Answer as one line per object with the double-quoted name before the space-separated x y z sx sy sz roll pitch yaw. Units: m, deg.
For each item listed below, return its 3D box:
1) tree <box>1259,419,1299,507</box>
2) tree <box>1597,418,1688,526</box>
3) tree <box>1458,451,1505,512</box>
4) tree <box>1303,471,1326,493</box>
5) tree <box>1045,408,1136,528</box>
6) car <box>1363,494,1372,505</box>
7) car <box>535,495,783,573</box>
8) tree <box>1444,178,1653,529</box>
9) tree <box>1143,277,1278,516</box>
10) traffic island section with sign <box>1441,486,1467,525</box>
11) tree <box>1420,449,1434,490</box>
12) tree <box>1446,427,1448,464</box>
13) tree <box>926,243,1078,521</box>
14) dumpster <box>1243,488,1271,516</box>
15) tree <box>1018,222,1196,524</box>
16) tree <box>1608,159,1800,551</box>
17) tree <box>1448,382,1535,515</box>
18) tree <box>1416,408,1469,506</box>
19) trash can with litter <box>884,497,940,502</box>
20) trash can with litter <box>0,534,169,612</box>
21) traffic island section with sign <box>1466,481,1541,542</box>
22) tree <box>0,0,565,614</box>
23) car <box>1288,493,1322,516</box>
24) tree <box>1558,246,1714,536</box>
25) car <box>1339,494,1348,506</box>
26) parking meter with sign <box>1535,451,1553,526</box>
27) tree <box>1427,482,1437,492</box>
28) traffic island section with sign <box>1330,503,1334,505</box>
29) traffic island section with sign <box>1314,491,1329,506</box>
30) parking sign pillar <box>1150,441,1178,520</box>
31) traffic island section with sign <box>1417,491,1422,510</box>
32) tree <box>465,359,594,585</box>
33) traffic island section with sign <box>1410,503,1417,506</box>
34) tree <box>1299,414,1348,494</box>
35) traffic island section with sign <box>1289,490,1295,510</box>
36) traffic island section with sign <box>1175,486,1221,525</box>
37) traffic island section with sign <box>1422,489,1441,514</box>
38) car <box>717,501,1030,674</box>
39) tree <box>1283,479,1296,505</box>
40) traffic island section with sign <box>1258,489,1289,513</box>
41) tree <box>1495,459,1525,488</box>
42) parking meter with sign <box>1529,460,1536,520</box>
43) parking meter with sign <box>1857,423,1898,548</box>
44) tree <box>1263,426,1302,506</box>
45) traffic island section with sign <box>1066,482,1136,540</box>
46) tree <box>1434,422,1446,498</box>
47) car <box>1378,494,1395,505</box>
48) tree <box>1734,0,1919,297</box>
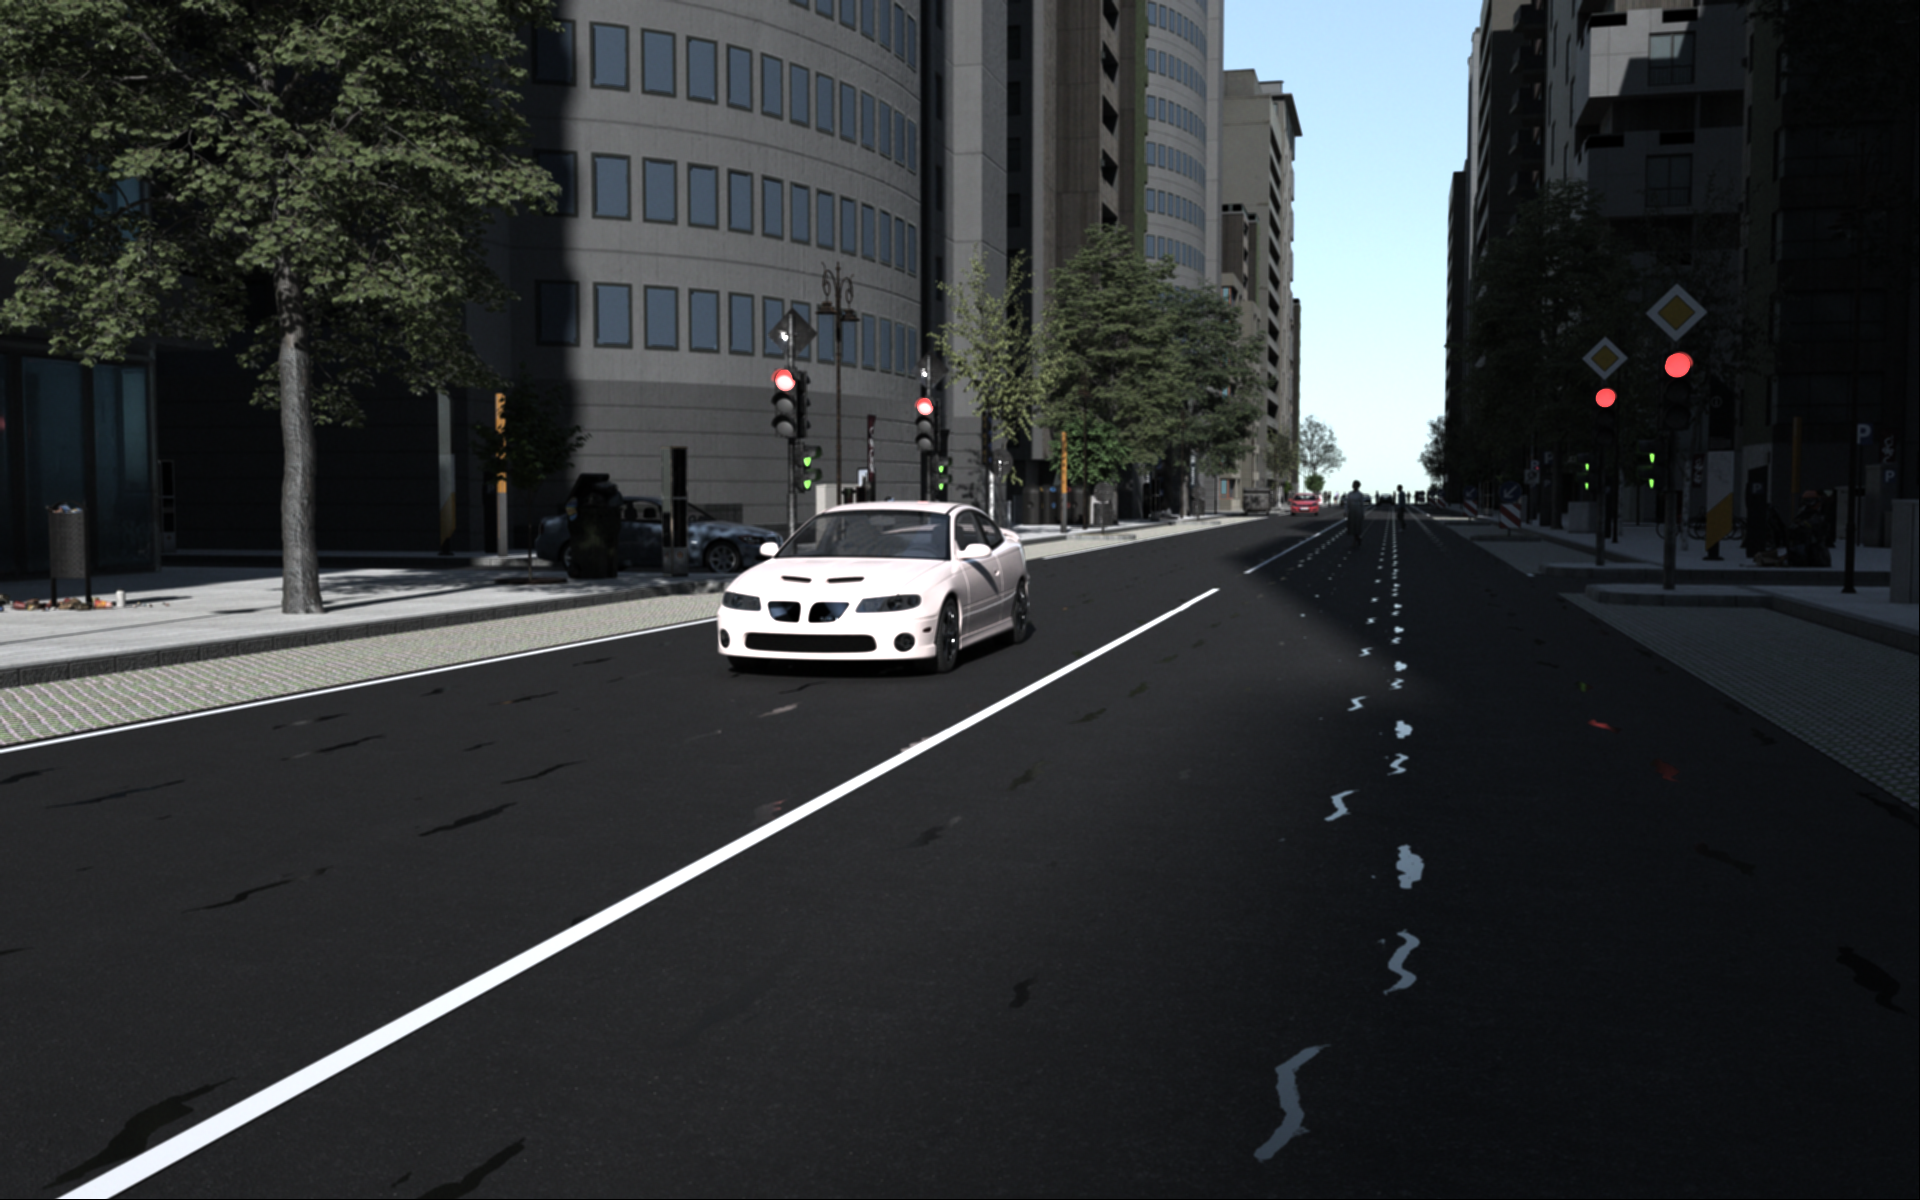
"tree" 31.681 -13.529 171.566 4.360 8.622 3.978 0 3 0
"tree" 27.532 -5.276 69.980 4.285 4.588 4.351 0 3 0
"tree" 37.699 -8.660 125.303 4.285 4.588 4.351 0 3 0
"tree" 51.519 -16.372 251.392 4.285 4.588 4.351 0 3 0
"tree" 4.962 -5.031 65.963 4.285 4.588 4.351 0 3 0
"car" 55.590 -13.835 237.994 2.131 1.459 4.920 1 4 14
"car" -5.353 -1.168 31.095 4.499 1.417 2.014 1 4 14
"tree" 21.441 -8.862 63.018 7.486 12.596 7.792 0 3 0
"tree" 13.336 -11.915 101.468 9.857 13.997 8.962 0 3 0
"traffic island section with sign" 23.273 -4.334 79.488 1.989 1.847 2.006 1 4 14
"tree" 59.372 -16.103 213.646 4.360 8.622 3.978 0 3 0
"tree" 34.913 -10.123 115.871 4.360 8.622 3.978 0 3 0
"tree" 1.185 -6.189 51.557 4.737 8.622 4.395 0 3 0
"dumpster" 19.669 -6.517 114.760 1.865 1.857 1.264 1 4 14
"tree" 6.289 -9.490 73.286 7.486 12.596 7.792 0 3 0
"tree" 16.639 -5.437 39.265 4.360 8.622 3.978 0 3 0
"tree" 33.278 -9.622 107.683 4.360 8.622 3.978 0 3 0
"tree" 53.217 -15.462 187.223 8.767 10.594 7.601 3 5 45
"trash can with litter" -0.941 -2.208 47.160 1.678 1.210 2.233 2 4 24
"trash can with litter" -10.286 -0.522 19.591 2.233 1.210 1.678 1 4 19
"traffic island section with sign" 16.609 -2.702 52.812 1.989 1.847 2.006 1 4 14
"tree" -7.278 -6.106 17.965 7.486 12.596 7.792 0 3 0
"car" 22.949 -6.492 115.189 2.155 1.783 4.494 1 4 12
"tree" 20.275 -6.233 52.280 4.737 8.622 4.395 0 3 0
"car" 47.169 -12.288 210.694 2.009 1.686 4.222 1 4 15
"parking meter with sign" 23.606 -4.486 69.612 0.543 3.016 1.738 2 4 23
"tree" 67.521 -15.467 247.480 1.663 3.219 1.824 0 3 0
"traffic island section with sign" 50.182 -13.992 237.392 1.989 1.847 2.006 1 4 14
"traffic island section with sign" 43.561 -12.373 210.923 1.989 1.847 2.006 1 4 14
"parking sign pillar" 10.343 -6.068 87.681 1.447 3.967 1.447 2 4 25
"traffic island section with sign" 41.842 -8.881 153.834 1.989 1.847 2.006 1 4 14
"tree" -6.353 -1.859 24.989 1.663 3.219 1.824 0 3 0
"traffic island section with sign" 55.204 -12.150 207.271 1.989 1.847 2.006 1 4 14
"tree" 53.426 -21.509 262.034 12.009 13.543 11.850 0 3 0
"traffic island section with sign" 30.135 -9.085 157.172 1.989 1.847 2.006 1 4 14
"traffic island section with sign" 11.260 -4.466 81.640 1.989 1.847 2.006 1 4 14
"traffic island section with sign" 35.117 -7.235 126.925 1.989 1.847 2.006 1 4 14
"car" -0.613 -0.191 15.481 2.083 1.381 4.827 1 4 14
"tree" 38.835 -12.900 205.513 1.663 3.219 1.824 0 3 0
"traffic island section with sign" 23.534 -7.467 130.714 1.989 1.847 2.006 1 4 14
"tree" 30.107 -6.141 95.012 1.663 3.219 1.824 0 3 0
"parking meter with sign" 28.904 -5.575 87.412 0.543 3.016 1.738 2 4 23
"parking meter with sign" 22.143 -2.777 41.665 0.543 3.016 1.738 0 4 -4
"tree" 33.684 -14.190 182.363 4.737 8.622 4.395 0 3 0
"traffic island section with sign" 4.494 -2.808 54.537 1.989 1.847 2.006 1 4 14
"tree" 39.072 -11.207 133.593 4.360 8.622 3.978 0 3 0
"car" 54.633 -12.863 222.114 2.131 1.459 4.920 1 4 16
"tree" 10.622 -4.898 14.495 8.767 10.594 7.601 2 4 28
